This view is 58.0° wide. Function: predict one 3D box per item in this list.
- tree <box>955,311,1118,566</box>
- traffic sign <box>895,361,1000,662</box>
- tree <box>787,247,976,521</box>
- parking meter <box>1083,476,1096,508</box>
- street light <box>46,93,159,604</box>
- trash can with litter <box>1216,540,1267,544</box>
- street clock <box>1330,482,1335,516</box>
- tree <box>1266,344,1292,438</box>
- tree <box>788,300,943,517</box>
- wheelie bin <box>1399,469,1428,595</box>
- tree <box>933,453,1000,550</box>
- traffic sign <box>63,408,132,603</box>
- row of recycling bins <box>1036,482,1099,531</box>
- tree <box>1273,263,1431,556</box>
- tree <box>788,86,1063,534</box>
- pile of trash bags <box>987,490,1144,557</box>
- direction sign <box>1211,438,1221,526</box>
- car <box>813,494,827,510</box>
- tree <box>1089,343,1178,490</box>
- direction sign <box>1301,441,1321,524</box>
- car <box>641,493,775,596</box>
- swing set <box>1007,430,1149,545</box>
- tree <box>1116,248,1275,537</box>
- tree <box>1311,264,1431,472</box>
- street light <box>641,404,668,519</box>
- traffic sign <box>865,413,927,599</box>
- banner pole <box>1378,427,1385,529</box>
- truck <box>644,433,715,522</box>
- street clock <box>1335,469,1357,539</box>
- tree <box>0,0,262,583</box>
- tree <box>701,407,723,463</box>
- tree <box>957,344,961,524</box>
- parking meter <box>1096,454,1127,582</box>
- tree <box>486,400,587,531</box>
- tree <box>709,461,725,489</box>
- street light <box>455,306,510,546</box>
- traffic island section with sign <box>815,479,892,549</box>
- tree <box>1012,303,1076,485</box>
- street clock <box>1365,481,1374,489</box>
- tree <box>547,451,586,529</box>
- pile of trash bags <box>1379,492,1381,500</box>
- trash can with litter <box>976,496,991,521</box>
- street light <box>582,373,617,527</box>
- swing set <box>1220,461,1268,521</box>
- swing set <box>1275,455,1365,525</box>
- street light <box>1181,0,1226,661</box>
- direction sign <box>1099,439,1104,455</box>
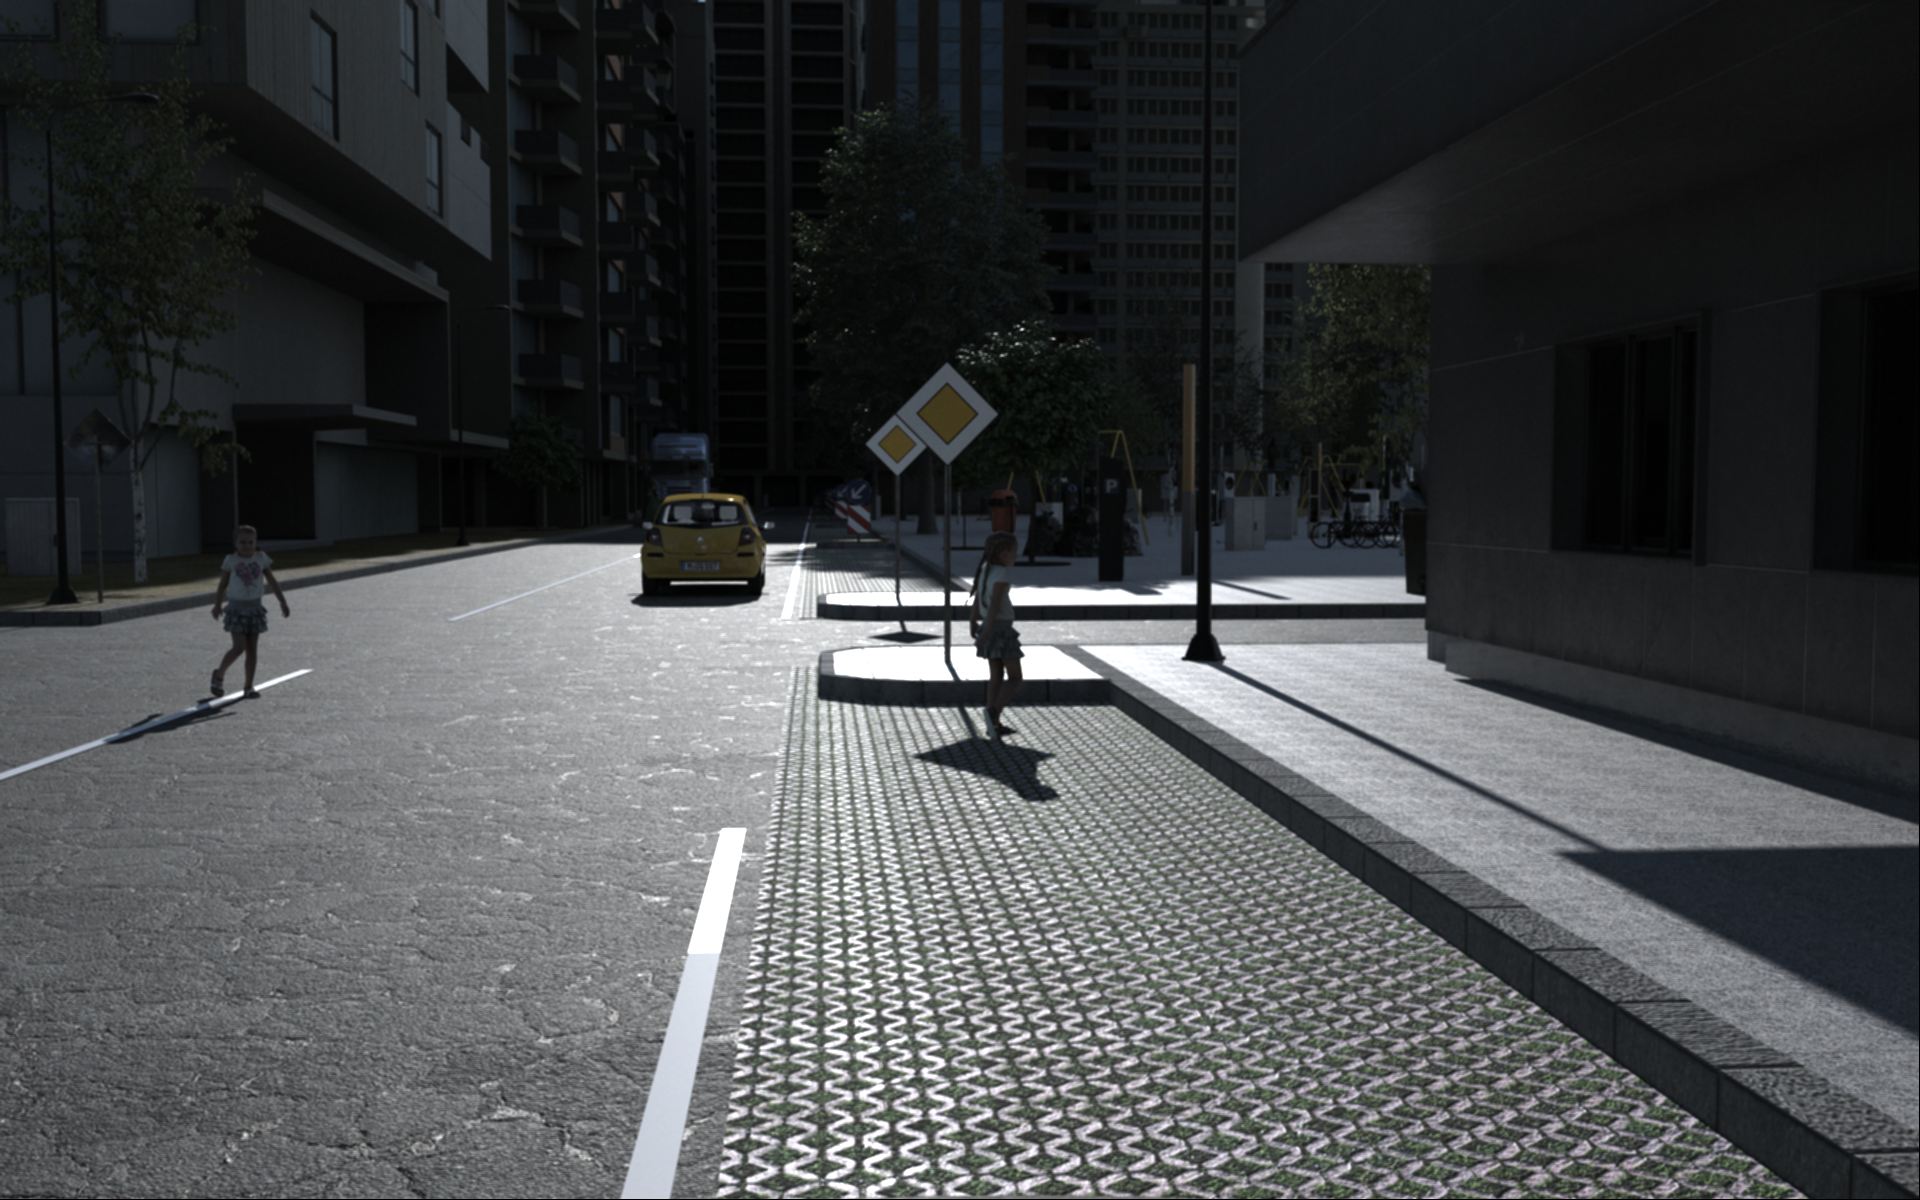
[{"bbox_3d":[1.256,-2.907,31.241,4.285,4.588,4.351,0,3,0],"label":"tree"},{"bbox_3d":[-0.098,-0.582,13.160,0.795,2.450,0.064,0,4,-5],"label":"traffic sign"},{"bbox_3d":[-2.725,-10.589,83.503,12.009,13.543,11.850,0,3,0],"label":"tree"},{"bbox_3d":[4.195,-3.062,55.773,0.399,1.863,0.255,2,4,32],"label":"parking meter"},{"bbox_3d":[-9.983,-2.914,20.187,1.470,5.913,1.316,0,4,-5],"label":"street light"},{"bbox_3d":[7.187,-2.093,45.277,1.678,1.210,2.233,2,4,30],"label":"trash can with litter"},{"bbox_3d":[21.100,-5.695,97.680,0.358,2.002,0.471,-1,4,-20],"label":"street clock"},{"bbox_3d":[15.766,-7.785,77.640,4.737,8.622,4.395,0,3,0],"label":"tree"},{"bbox_3d":[-4.914,-11.026,97.280,9.611,12.733,9.660,0,3,0],"label":"tree"},{"bbox_3d":[6.073,-0.879,22.281,0.980,1.594,0.693,-1,4,-22],"label":"wheelie bin"},{"bbox_3d":[0.101,-2.766,39.821,1.663,3.219,1.824,0,3,0],"label":"tree"},{"bbox_3d":[-10.128,-1.022,20.357,0.795,2.450,0.064,0,4,-5],"label":"traffic sign"},{"bbox_3d":[4.006,-3.191,59.291,3.534,1.692,1.069,-2,4,-32],"label":"row of recycling bins"},{"bbox_3d":[8.983,-5.226,35.809,4.360,8.622,3.978,0,3,0],"label":"tree"},{"bbox_3d":[-1.017,-9.062,54.822,9.857,13.997,8.962,0,3,0],"label":"tree"},{"bbox_3d":[2.017,-1.584,35.651,3.447,1.369,1.912,-3,4,-37],"label":"pile of trash bags"},{"bbox_3d":[10.294,-4.739,69.483,0.379,3.537,0.876,1,4,15],"label":"direction sign"},{"bbox_3d":[-12.505,-8.970,158.653,2.014,1.417,4.499,0,4,-5],"label":"car"},{"bbox_3d":[7.847,-8.201,84.450,4.737,8.622,4.395,0,3,0],"label":"tree"},{"bbox_3d":[15.090,-5.047,74.523,0.876,3.537,0.379,0,4,-2],"label":"direction sign"},{"bbox_3d":[-3.780,-0.959,25.897,2.015,1.641,3.980,0,4,-5],"label":"car"},{"bbox_3d":[2.687,-2.800,43.402,3.119,2.851,2.862,3,4,36],"label":"swing set"},{"bbox_3d":[6.457,-6.200,51.739,4.360,8.622,3.978,0,3,0],"label":"tree"},{"bbox_3d":[7.333,-4.626,26.002,4.737,8.622,4.395,0,3,0],"label":"tree"},{"bbox_3d":[-15.705,-7.122,88.981,1.470,5.913,1.316,0,4,-5],"label":"street light"},{"bbox_3d":[-0.764,-1.069,21.118,0.795,2.450,0.064,0,4,-5],"label":"traffic sign"},{"bbox_3d":[15.761,-4.556,64.510,0.401,3.779,0.863,1,4,21],"label":"banner pole"},{"bbox_3d":[-12.857,-5.681,82.639,2.967,4.110,18.799,0,4,-5],"label":"truck"},{"bbox_3d":[11.150,-2.767,49.809,0.471,2.002,0.358,2,4,28],"label":"street clock"},{"bbox_3d":[-11.837,-4.546,24.683,4.737,8.622,4.395,0,3,0],"label":"tree"},{"bbox_3d":[-21.958,-11.778,142.933,4.360,8.622,3.978,0,3,0],"label":"tree"},{"bbox_3d":[-0.286,-7.532,73.517,4.737,8.622,4.395,0,3,0],"label":"tree"},{"bbox_3d":[2.248,-1.209,25.482,0.399,1.863,0.255,1,4,9],"label":"parking meter"},{"bbox_3d":[-14.794,-4.700,60.554,4.285,4.588,4.351,0,3,0],"label":"tree"},{"bbox_3d":[-21.757,-10.058,148.167,4.285,4.588,4.351,0,3,0],"label":"tree"},{"bbox_3d":[-11.799,-4.298,42.808,1.470,5.913,1.316,0,4,-5],"label":"street light"},{"bbox_3d":[-2.817,-2.287,46.022,1.989,1.847,2.006,0,4,-5],"label":"traffic island section with sign"},{"bbox_3d":[2.966,-7.070,65.963,4.360,8.622,3.978,0,3,0],"label":"tree"},{"bbox_3d":[22.859,-5.634,96.687,0.358,2.002,0.471,-3,4,-37],"label":"street clock"},{"bbox_3d":[-14.477,-4.289,64.733,1.663,3.219,1.824,0,3,0],"label":"tree"},{"bbox_3d":[23.564,-4.949,90.663,3.447,1.369,1.912,2,4,24],"label":"pile of trash bags"},{"bbox_3d":[1.661,-4.483,84.354,2.233,1.210,1.678,-2,4,-27],"label":"trash can with litter"},{"bbox_3d":[-13.848,-5.748,66.524,1.470,5.913,1.316,0,4,-5],"label":"street light"},{"bbox_3d":[14.120,-5.169,82.138,2.862,2.851,3.119,0,4,-7],"label":"swing set"},{"bbox_3d":[14.667,-4.487,70.983,2.862,2.851,3.119,0,4,-3],"label":"swing set"},{"bbox_3d":[1.352,-2.489,13.232,1.470,5.913,1.316,0,4,-5],"label":"street light"},{"bbox_3d":[5.830,-4.860,71.465,0.379,3.537,0.876,1,4,16],"label":"direction sign"}]
